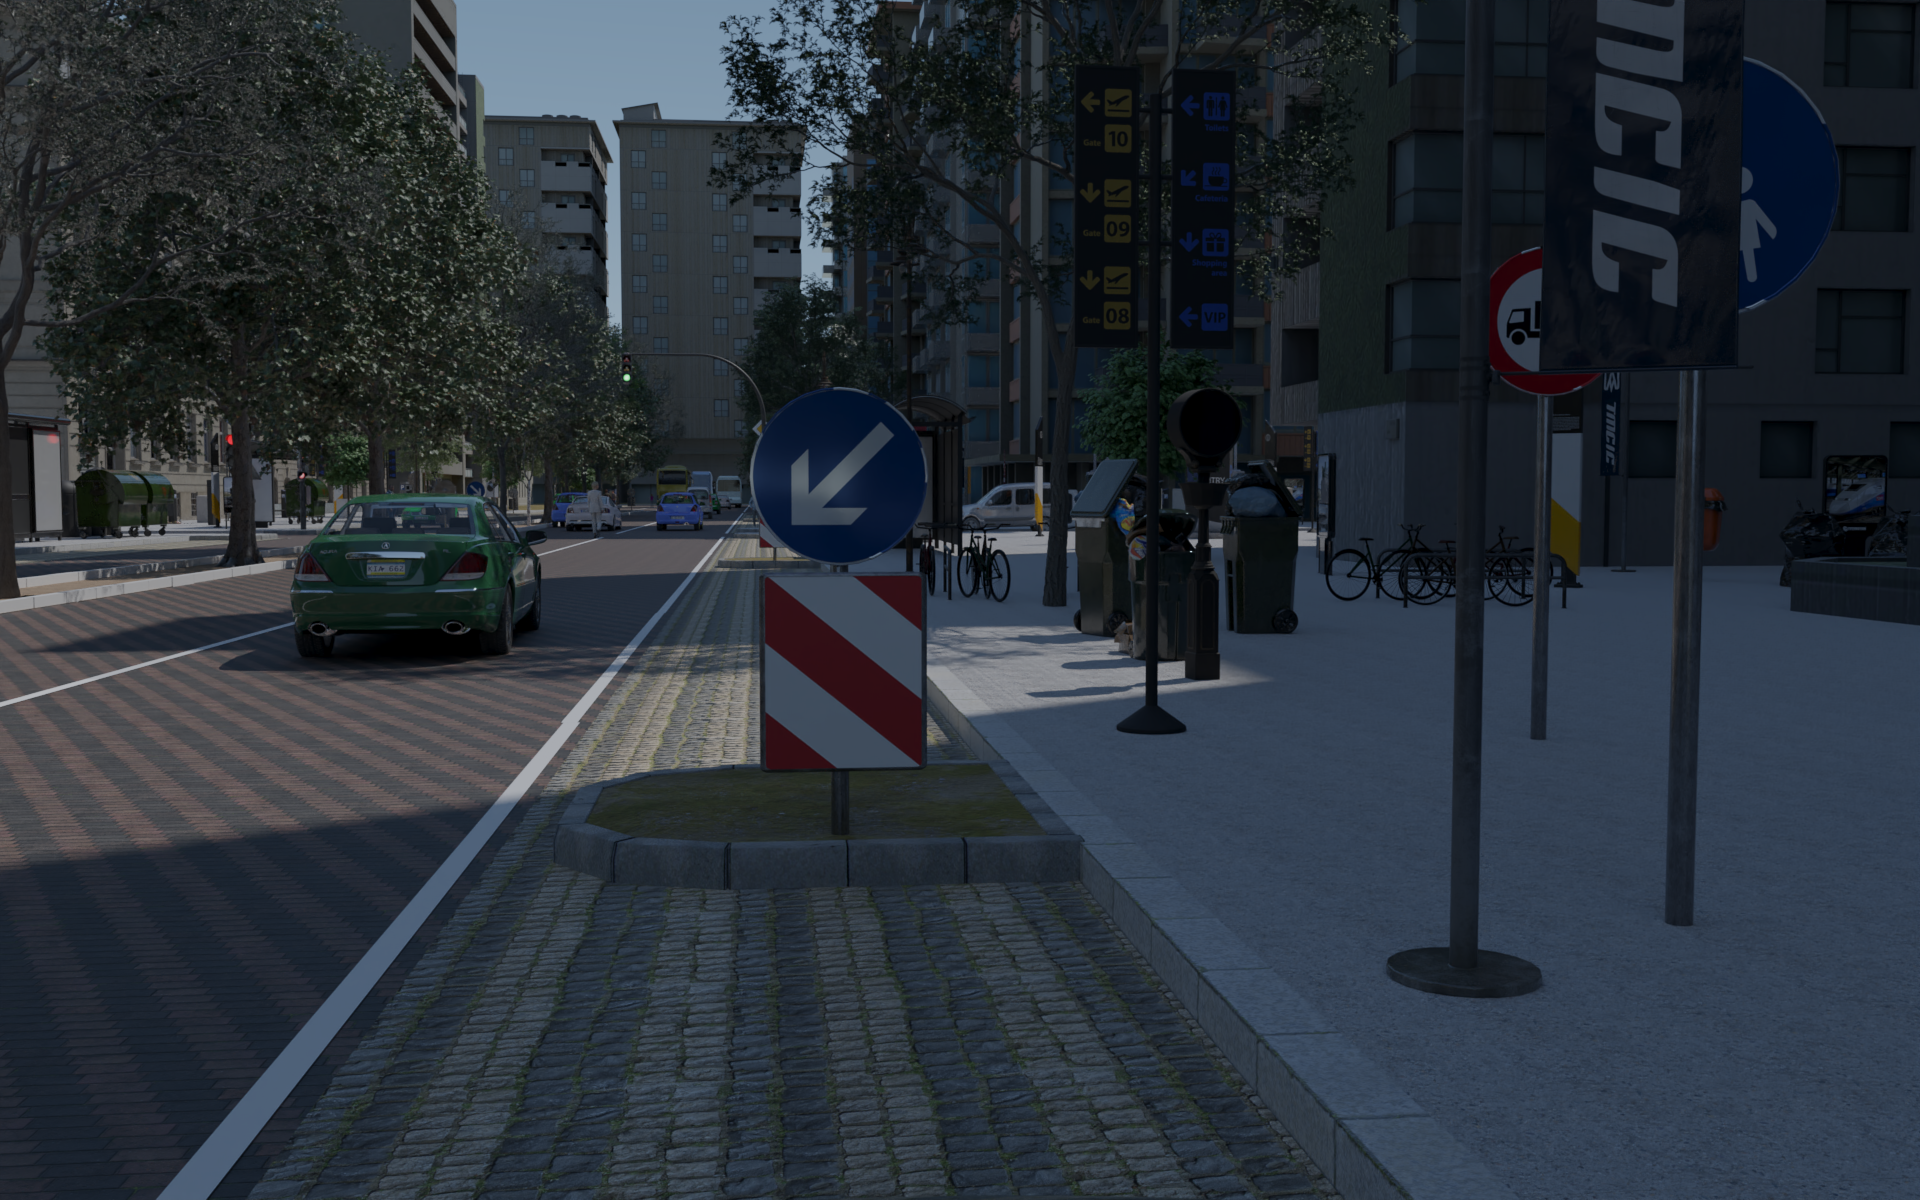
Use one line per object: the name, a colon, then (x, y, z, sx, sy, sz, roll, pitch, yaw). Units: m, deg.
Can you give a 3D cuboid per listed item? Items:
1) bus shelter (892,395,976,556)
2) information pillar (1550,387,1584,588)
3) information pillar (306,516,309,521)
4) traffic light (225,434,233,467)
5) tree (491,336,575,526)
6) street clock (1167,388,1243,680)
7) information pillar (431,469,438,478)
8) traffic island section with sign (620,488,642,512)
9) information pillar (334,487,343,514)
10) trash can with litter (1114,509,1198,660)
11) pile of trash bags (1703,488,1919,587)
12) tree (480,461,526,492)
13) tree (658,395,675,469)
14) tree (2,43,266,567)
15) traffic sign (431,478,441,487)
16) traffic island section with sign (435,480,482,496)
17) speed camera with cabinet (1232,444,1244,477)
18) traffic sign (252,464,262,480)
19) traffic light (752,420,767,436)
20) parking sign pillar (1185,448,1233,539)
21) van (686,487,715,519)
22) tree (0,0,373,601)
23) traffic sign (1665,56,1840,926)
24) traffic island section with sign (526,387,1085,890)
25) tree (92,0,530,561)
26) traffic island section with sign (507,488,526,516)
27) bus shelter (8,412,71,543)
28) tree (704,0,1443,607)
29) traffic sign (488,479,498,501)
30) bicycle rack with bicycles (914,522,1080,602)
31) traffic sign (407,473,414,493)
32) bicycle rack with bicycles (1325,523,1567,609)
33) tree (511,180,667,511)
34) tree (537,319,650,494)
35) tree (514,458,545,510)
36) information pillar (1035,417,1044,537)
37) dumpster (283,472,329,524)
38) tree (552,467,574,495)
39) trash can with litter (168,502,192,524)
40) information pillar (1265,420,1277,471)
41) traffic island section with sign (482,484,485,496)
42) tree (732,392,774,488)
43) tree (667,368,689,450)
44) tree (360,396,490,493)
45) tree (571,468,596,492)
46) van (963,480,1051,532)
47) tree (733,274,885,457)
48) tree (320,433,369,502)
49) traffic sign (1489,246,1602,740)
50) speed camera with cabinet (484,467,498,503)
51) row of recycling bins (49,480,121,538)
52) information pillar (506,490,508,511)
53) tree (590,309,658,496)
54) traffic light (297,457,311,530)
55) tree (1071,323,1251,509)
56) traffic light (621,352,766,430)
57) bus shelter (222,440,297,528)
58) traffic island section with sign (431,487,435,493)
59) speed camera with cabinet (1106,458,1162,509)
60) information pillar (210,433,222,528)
bus shelter: (-0.982, -2.703, 38.114, 2.014, 3.302, 5.546, 0, 4, -6)
information pillar: (8.283, -1.978, 23.702, 0.504, 3.616, 0.183, 3, 4, 37)
information pillar: (-30.902, -5.509, 81.420, 0.183, 3.616, 0.504, 1, 4, 17)
traffic light: (-22.754, -4.008, 54.459, 0.839, 4.253, 0.868, 0, 4, -7)
tree: (-19.167, -7.583, 76.808, 4.360, 8.622, 3.978, 0, 3, 0)
street clock: (1.683, -0.453, 11.971, 0.471, 2.002, 0.358, -1, 4, -16)
information pillar: (-39.557, -8.511, 130.503, 0.504, 3.616, 0.183, -1, 4, -21)
traffic island section with sign: (-26.144, -7.914, 137.536, 2.006, 1.907, 1.989, 0, 4, -7)
information pillar: (-33.110, -6.166, 92.161, 0.183, 3.616, 0.504, 3, 5, 40)
trash can with litter: (1.465, -0.138, 13.648, 0.624, 1.170, 1.055, -1, 4, -14)
pile of trash bags: (11.924, -0.900, 24.465, 3.447, 1.369, 1.912, 3, 5, 42)
tree: (-33.944, -8.849, 128.397, 4.285, 4.588, 4.351, 0, 3, 0)
tree: (-23.280, -11.726, 111.183, 9.611, 12.733, 9.660, 0, 3, 0)
tree: (-14.158, -7.001, 33.936, 9.611, 12.733, 9.660, 0, 3, 0)
traffic sign: (-32.800, -6.507, 108.511, 0.606, 2.300, 0.079, 0, 4, -3)
traffic island section with sign: (-16.620, -2.899, 55.539, 2.006, 1.907, 1.989, 0, 4, -7)
speed camera with cabinet: (11.131, -4.378, 65.919, 2.038, 3.252, 0.660, 0, 4, -1)
traffic sign: (-26.543, -3.957, 64.706, 0.884, 2.594, 0.081, 0, 4, -6)
traffic light: (-7.325, -4.610, 64.299, 0.839, 4.253, 0.868, 0, 4, -7)
parking sign pillar: (7.199, -3.767, 50.070, 1.447, 3.967, 1.447, 1, 4, 21)
van: (-15.346, -5.779, 101.499, 2.013, 2.044, 4.112, -1, 4, -9)
tree: (-12.974, -6.744, 23.086, 12.009, 13.543, 11.850, 0, 3, 0)
traffic sign: (2.151, -0.305, 5.101, 0.768, 2.556, 0.104, 0, 4, 2)
traffic island section with sign: (-0.636, 0.088, 7.196, 1.989, 1.847, 2.006, 0, 4, -7)
tree: (-14.906, -7.617, 43.998, 9.611, 12.733, 9.660, 0, 3, 0)
traffic island section with sign: (-29.345, -6.431, 113.778, 1.989, 1.847, 2.006, 0, 4, -7)
bus shelter: (-25.068, -4.013, 43.245, 2.179, 5.291, 8.768, 0, 4, -6)
tree: (1.013, -5.185, 19.188, 8.767, 10.594, 7.601, 1, 4, 8)
traffic sign: (-32.596, -7.333, 121.075, 0.795, 2.450, 0.064, 0, 4, 1)
bicycle rack with bicycles: (0.595, -0.507, 21.675, 2.852, 0.926, 2.925, 0, 4, -1)
traffic sign: (-32.853, -6.367, 104.201, 0.768, 2.556, 0.104, 0, 4, -4)
bicycle rack with bicycles: (5.808, -0.434, 20.483, 2.925, 0.926, 2.852, 0, 4, 5)
tree: (-17.897, -9.461, 67.511, 12.009, 13.543, 11.850, 0, 3, 0)
tree: (-21.997, -10.595, 101.447, 9.928, 11.665, 9.643, 0, 3, 0)
tree: (-34.734, -13.373, 136.775, 7.486, 12.596, 7.792, 0, 3, 0)
information pillar: (2.380, -3.720, 52.177, 0.183, 3.616, 0.504, 1, 4, 21)
dumpster: (-27.997, -4.380, 74.103, 1.502, 2.255, 1.985, 0, 4, -7)
tree: (-36.758, -12.671, 157.537, 4.737, 8.622, 4.395, 0, 3, 0)
trash can with litter: (-34.295, -3.863, 74.219, 2.233, 1.210, 1.678, 0, 4, -2)
information pillar: (9.791, -3.872, 54.668, 0.183, 3.616, 0.504, -2, 4, -31)
traffic island section with sign: (-17.465, -3.349, 62.898, 2.006, 1.907, 1.989, 0, 4, -7)
tree: (-20.906, -17.620, 205.099, 9.611, 12.733, 9.660, 0, 3, 0)
tree: (-24.351, -12.855, 123.013, 12.009, 13.543, 11.850, 0, 3, 0)
tree: (-31.393, -11.108, 99.749, 7.486, 12.596, 7.792, 0, 3, 0)
tree: (-39.675, -12.153, 182.411, 4.285, 4.588, 4.351, 0, 3, 0)
van: (1.591, -3.370, 62.108, 4.112, 2.044, 2.013, 0, 4, -6)
tree: (-8.298, -11.834, 100.133, 9.857, 13.997, 8.962, 0, 3, 0)
tree: (-28.811, -5.963, 81.209, 4.285, 4.588, 4.351, 0, 3, 0)
traffic sign: (3.029, -0.544, 8.993, 0.768, 2.556, 0.104, 0, 3, 0)
speed camera with cabinet: (-34.465, -8.007, 125.250, 2.038, 3.252, 0.660, 1, 4, 12)
row of recycling bins: (-26.561, -2.775, 52.482, 1.069, 1.692, 3.534, 0, 4, -2)
information pillar: (-34.741, -7.819, 132.336, 0.304, 2.012, 0.304, -1, 4, -19)
tree: (-19.975, -10.055, 83.857, 9.611, 12.733, 9.660, 0, 3, 0)
traffic light: (-21.607, -5.382, 62.666, 4.771, 5.953, 1.251, 0, 4, -7)
tree: (3.853, -3.032, 33.294, 4.285, 4.588, 4.351, 0, 3, 0)
traffic light: (-8.472, -4.974, 55.986, 4.771, 5.953, 1.251, 0, 4, -7)
bus shelter: (-26.972, -4.518, 67.787, 2.014, 3.302, 5.546, 0, 4, -6)
traffic island section with sign: (-26.238, -4.793, 86.998, 1.989, 1.847, 2.006, 0, 4, -7)
speed camera with cabinet: (4.153, -2.884, 41.482, 0.660, 3.252, 2.038, 2, 4, 32)
information pillar: (-28.284, -4.553, 65.804, 0.183, 3.616, 0.504, 0, 4, 4)
